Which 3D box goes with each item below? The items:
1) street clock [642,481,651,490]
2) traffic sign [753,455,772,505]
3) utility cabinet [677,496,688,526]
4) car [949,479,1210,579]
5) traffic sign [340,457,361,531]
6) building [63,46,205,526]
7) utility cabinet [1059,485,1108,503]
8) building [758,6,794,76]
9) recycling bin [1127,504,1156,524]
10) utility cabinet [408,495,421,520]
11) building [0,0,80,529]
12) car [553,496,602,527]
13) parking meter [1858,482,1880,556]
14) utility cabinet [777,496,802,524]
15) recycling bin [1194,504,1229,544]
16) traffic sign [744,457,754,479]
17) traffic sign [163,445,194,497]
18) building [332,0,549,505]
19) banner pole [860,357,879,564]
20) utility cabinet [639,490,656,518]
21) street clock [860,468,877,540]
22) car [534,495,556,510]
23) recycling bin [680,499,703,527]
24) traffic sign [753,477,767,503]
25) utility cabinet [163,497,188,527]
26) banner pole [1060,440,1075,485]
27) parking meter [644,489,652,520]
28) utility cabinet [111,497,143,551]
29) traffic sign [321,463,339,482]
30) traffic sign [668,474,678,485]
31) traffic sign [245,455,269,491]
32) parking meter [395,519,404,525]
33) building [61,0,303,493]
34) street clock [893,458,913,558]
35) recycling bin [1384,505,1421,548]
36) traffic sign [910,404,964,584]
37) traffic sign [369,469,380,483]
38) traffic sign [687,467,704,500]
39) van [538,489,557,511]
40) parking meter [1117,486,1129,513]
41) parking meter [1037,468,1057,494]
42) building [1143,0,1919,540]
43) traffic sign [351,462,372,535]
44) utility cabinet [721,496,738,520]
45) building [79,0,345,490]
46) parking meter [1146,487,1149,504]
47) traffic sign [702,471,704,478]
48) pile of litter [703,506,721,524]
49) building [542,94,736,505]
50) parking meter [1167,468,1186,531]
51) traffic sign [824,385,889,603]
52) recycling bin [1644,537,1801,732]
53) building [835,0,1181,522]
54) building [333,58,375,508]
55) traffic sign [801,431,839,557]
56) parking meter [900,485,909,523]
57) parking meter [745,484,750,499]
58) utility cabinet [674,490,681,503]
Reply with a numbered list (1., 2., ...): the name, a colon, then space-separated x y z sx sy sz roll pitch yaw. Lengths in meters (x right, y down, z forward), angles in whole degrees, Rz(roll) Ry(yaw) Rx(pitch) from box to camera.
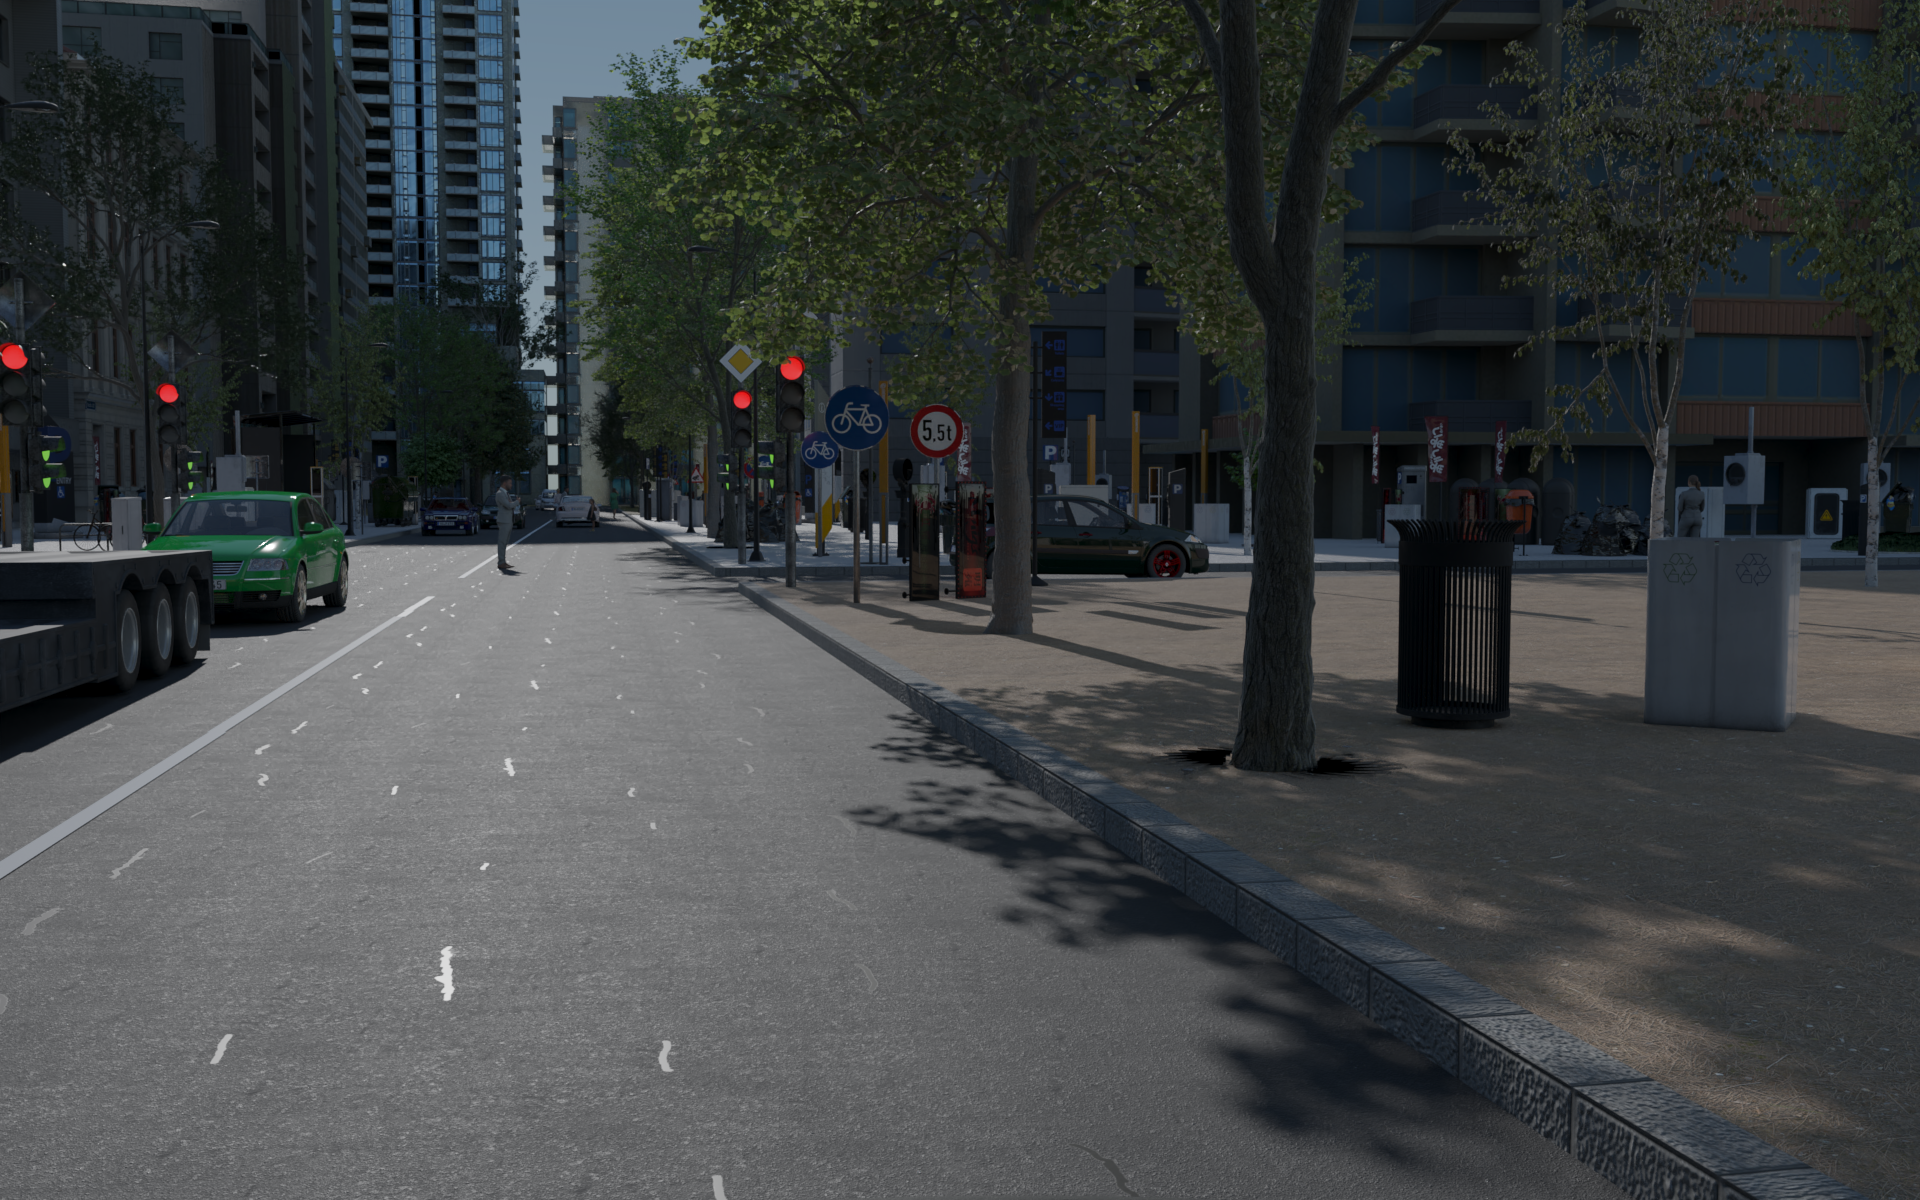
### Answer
1. street clock: -17.662 -5.697 97.723 0.471 2.002 0.358 -3 5 -44
2. traffic sign: -6.446 -3.491 57.191 0.768 2.556 0.104 -1 4 -10
3. utility cabinet: -11.270 -3.627 70.455 0.306 1.237 1.020 -1 4 -19
4. car: 1.920 -1.113 27.981 4.222 1.686 2.009 -1 4 -11
5. traffic sign: -20.748 -3.606 59.071 0.768 2.556 0.104 0 4 -6
6. building: -41.595 -14.716 76.760 11.583 22.565 21.152 -1 4 -12
7. utility cabinet: 3.025 -2.065 42.436 1.173 1.500 0.318 0 4 -5
8. building: -6.949 -32.942 158.206 23.786 49.044 30.456 -1 4 -12
9. recycling bin: 4.740 -2.001 45.266 0.722 1.027 0.722 1 4 8
10. utility cabinet: -31.142 -5.336 98.406 1.020 1.237 0.306 1 4 16
11. building: -37.734 -14.150 50.411 14.314 24.678 30.058 -1 4 -12
12. car: -16.752 -3.886 75.898 2.083 1.381 4.827 -1 4 -12
13. parking meter: 18.892 -1.687 35.992 0.372 1.533 0.369 0 3 0
14. utility cabinet: -7.213 -3.792 73.166 1.020 1.237 0.306 -1 4 -17
15. recycling bin: 6.557 -1.994 45.151 0.722 1.027 0.722 2 4 31
16. traffic sign: -6.946 -3.580 58.644 0.768 2.556 0.104 0 4 -4
17. traffic sign: -19.784 -2.679 43.901 0.768 2.556 0.104 0 4 -6
18. building: -64.646 -54.402 202.140 31.000 86.520 22.319 -1 4 -12
19. banner pole: -1.650 -2.562 31.900 0.401 3.779 0.863 0 4 -4
20. utility cabinet: -16.617 -5.157 93.002 1.173 1.500 0.318 1 4 22
21. street clock: -2.575 -2.691 48.572 0.471 2.002 0.358 0 4 1
22. car: -37.211 -8.767 155.699 2.083 1.381 4.827 -1 4 -13
23. recycling bin: -10.605 -3.416 68.410 0.722 1.027 0.722 1 4 14
24. traffic sign: -6.513 -3.559 58.201 0.884 2.594 0.081 0 4 -8
25. utility cabinet: -15.437 -1.447 34.824 1.020 1.237 0.306 0 4 -2
26. banner pole: 5.041 -5.525 80.353 0.863 3.779 0.401 0 3 0
27. parking meter: -15.421 -4.716 85.522 0.372 1.533 0.369 0 3 0
28. utility cabinet: -16.949 -1.472 35.223 0.306 1.237 1.020 -3 5 -42
29. traffic sign: -25.587 -4.291 70.267 0.768 2.556 0.104 0 4 -3
30. traffic sign: -16.174 -5.925 96.871 0.884 2.594 0.081 0 4 -6
31. traffic sign: -18.613 -2.676 45.883 0.606 2.300 0.079 0 4 -4
32. parking meter: -23.107 -3.849 71.341 0.372 1.533 0.369 0 3 0
33. building: -48.981 -20.447 106.012 14.160 30.474 14.107 -1 4 -12
34. street clock: -1.150 -1.855 34.902 0.358 2.002 0.471 2 4 26
35. recycling bin: 10.588 -1.766 41.432 0.722 1.027 0.722 2 4 25
36. traffic sign: -0.326 -1.496 24.562 0.768 2.556 0.104 0 4 -3
37. traffic sign: -27.271 -4.857 80.590 0.795 2.450 0.064 0 4 -4
38. traffic sign: -12.426 -4.994 81.663 0.884 2.594 0.081 0 4 -4
39. van: -35.079 -8.644 148.341 2.013 2.044 4.112 -1 4 -13
40. parking meter: 4.857 -2.642 51.603 0.372 1.533 0.369 0 3 0
41. parking meter: 1.957 -2.047 39.179 0.399 1.863 0.255 -1 4 -22
42. building: 21.307 -24.748 59.259 28.867 44.769 22.147 -1 4 -12
43. traffic sign: -18.894 -3.215 54.702 0.606 2.300 0.079 -1 4 -11
44. utility cabinet: -8.666 -3.295 65.028 0.306 1.237 1.020 1 4 13
45. building: -51.238 -26.666 119.589 14.154 41.232 14.086 -1 4 -12
46. parking meter: 6.479 -3.064 58.515 0.372 1.533 0.369 0 3 0
47. traffic sign: -11.904 -5.053 82.722 0.768 2.556 0.104 0 4 -6
48. pile of litter: -10.115 -3.635 73.400 1.719 0.858 1.176 3 4 38
49. building: -34.685 -36.116 210.110 30.456 49.044 23.786 -1 4 -12
50. parking meter: 4.901 -2.055 39.306 0.399 1.863 0.255 0 4 -1
51. traffic sign: -1.214 -1.237 20.324 0.768 2.556 0.104 -1 4 -11
52. recycling bin: 4.301 0.171 9.765 0.722 1.027 0.722 2 4 30
53. building: 1.963 -33.781 94.323 21.231 58.520 28.212 -1 4 -12
54. building: -62.992 -27.810 146.569 23.993 40.220 32.217 -1 4 -12
55. traffic sign: -2.844 -2.144 35.164 0.768 2.556 0.104 0 4 -4
56. parking meter: -1.218 -1.970 40.625 0.372 1.533 0.369 0 3 0
57. parking meter: -12.159 -5.709 99.056 0.255 1.863 0.399 -1 4 -9
58. utility cabinet: -16.428 -5.627 100.681 0.318 1.500 1.173 -1 4 -16
